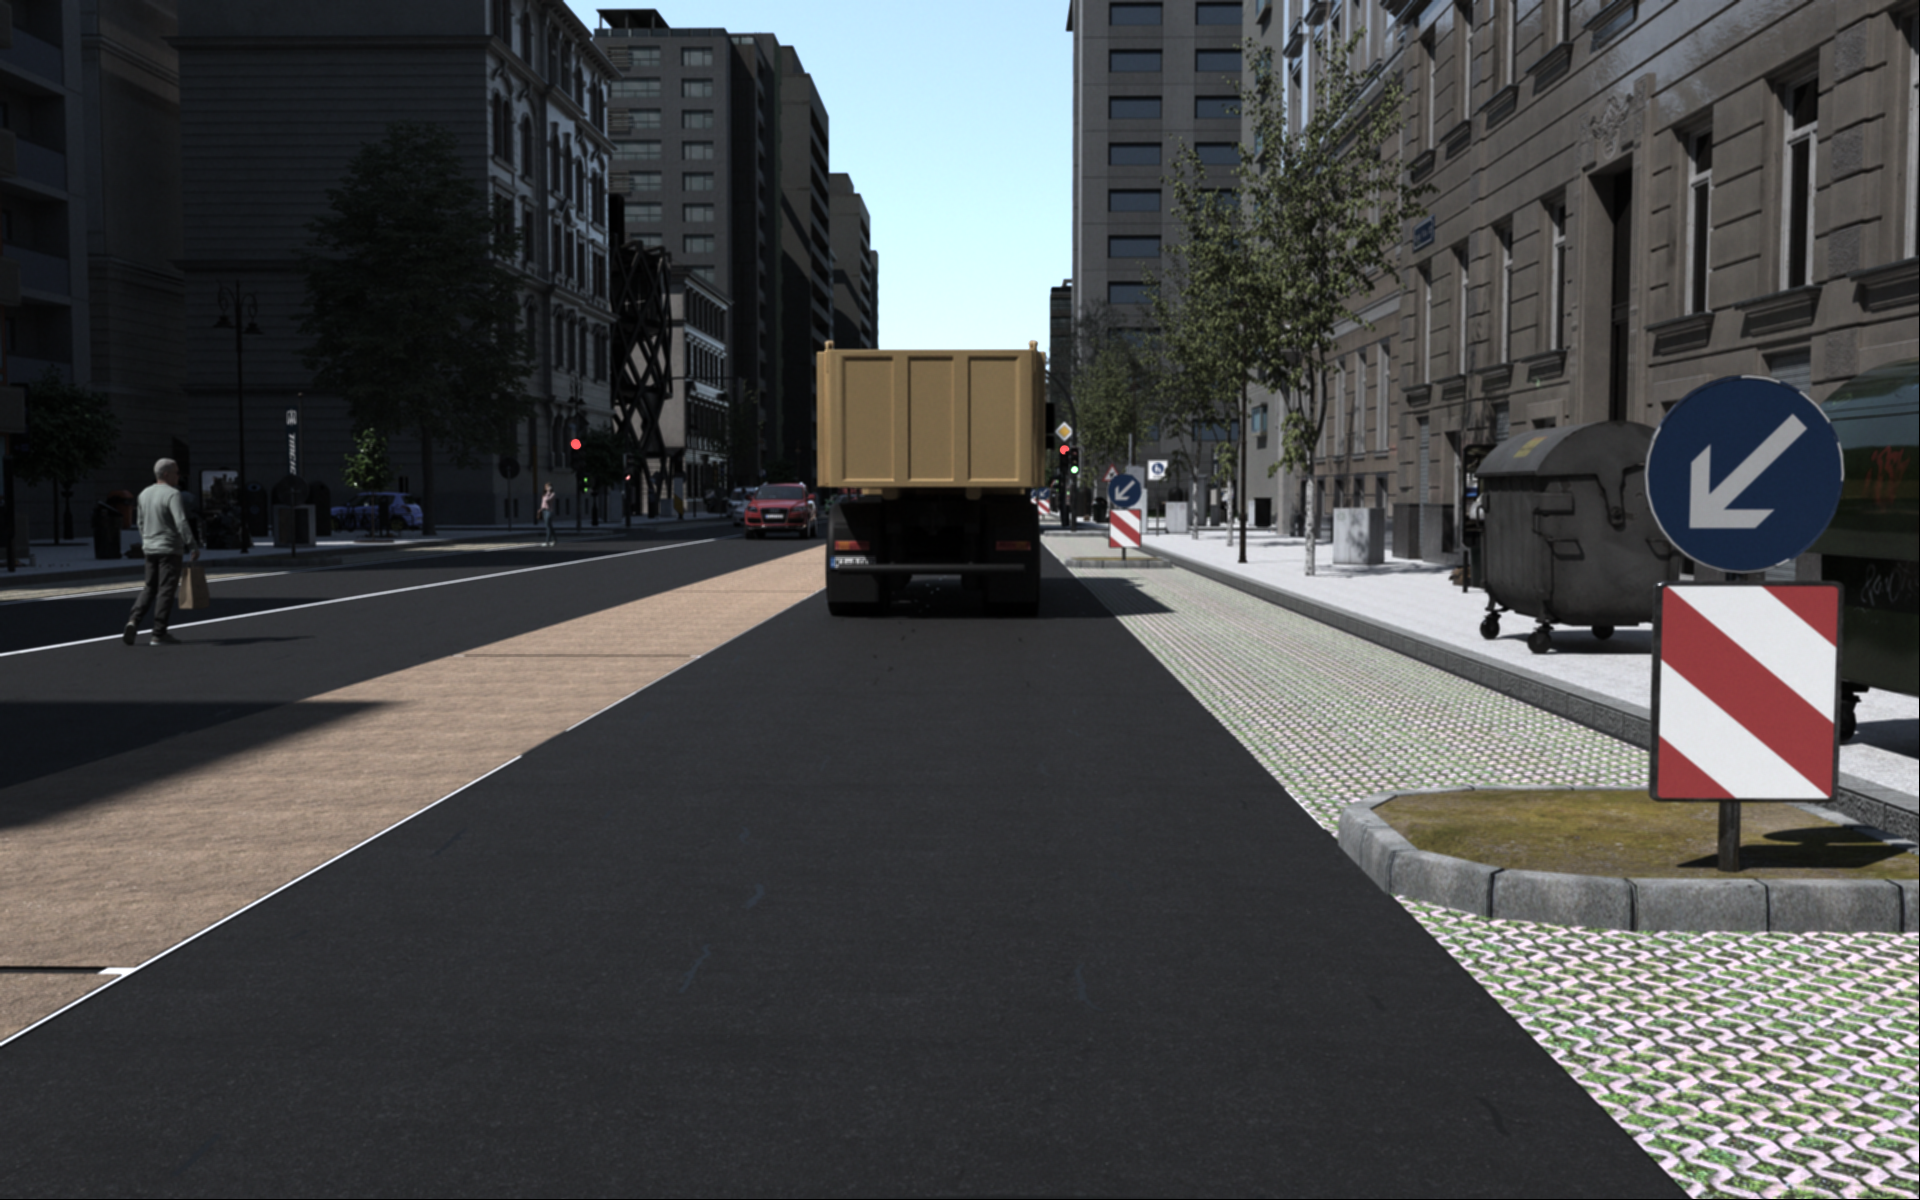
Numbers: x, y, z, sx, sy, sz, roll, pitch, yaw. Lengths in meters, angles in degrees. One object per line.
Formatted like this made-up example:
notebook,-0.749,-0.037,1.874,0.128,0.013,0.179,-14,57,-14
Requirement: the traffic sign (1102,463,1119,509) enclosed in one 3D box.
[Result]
traffic sign,6.419,-4.469,73.079,0.884,2.594,0.081,1,4,9

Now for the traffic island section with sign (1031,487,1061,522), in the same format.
traffic island section with sign,4.155,-4.902,88.771,1.989,1.847,2.006,0,4,1

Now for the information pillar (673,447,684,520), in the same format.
information pillar,-14.136,-5.851,87.016,0.504,3.616,0.183,-2,4,-27

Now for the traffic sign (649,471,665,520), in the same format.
traffic sign,-14.951,-5.155,85.467,0.795,2.450,0.064,1,4,9

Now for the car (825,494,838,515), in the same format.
car,-8.354,-6.706,121.447,2.131,1.459,4.920,0,4,2

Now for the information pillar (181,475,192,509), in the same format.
information pillar,-30.344,-3.883,67.976,0.304,2.012,0.304,-1,4,-11

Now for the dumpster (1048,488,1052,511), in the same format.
dumpster,7.288,-7.667,131.107,1.264,1.857,1.865,0,4,1

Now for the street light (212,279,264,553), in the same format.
street light,-15.538,-3.954,37.432,0.468,5.910,1.993,0,4,1

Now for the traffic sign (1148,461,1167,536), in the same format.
traffic sign,6.030,-3.101,52.826,0.606,2.300,0.079,0,4,5

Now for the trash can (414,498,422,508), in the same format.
trash can,-21.594,-3.467,68.334,0.748,1.137,0.748,0,3,0

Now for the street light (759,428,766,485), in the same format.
street light,-13.848,-9.065,120.993,0.468,5.910,1.993,0,4,1

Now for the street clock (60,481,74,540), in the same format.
street clock,-25.094,-2.699,48.697,0.471,2.002,0.358,3,4,38

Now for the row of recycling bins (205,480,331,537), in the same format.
row of recycling bins,-20.919,-2.770,52.397,3.534,1.692,1.069,-2,4,-25

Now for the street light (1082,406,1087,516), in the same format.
street light,6.428,-7.081,88.556,0.468,5.910,1.993,0,4,1

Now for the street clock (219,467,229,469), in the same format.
street clock,-19.749,-2.568,46.549,0.471,2.002,0.358,-1,4,-22

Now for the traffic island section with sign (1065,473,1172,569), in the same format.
traffic island section with sign,3.073,-1.556,34.065,1.989,1.847,2.006,0,4,1

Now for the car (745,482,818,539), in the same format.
car,-5.783,-2.915,56.328,2.281,1.827,5.304,0,4,-1

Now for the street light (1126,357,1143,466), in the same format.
street light,5.894,-5.248,58.598,0.468,5.910,1.993,0,4,1

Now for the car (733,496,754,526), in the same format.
car,-9.026,-4.023,78.134,2.083,1.381,4.827,0,4,3

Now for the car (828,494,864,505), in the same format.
car,-4.966,-4.149,79.631,2.131,1.459,4.920,0,4,1

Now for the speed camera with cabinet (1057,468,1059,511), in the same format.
speed camera with cabinet,7.319,-8.549,134.110,0.660,3.252,2.038,0,4,-7

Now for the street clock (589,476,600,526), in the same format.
street clock,-14.696,-3.982,69.669,0.358,2.002,0.471,-3,5,-45

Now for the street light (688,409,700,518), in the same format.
street light,-14.510,-7.448,94.562,0.468,5.910,1.993,0,4,1

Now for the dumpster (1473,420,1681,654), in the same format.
dumpster,5.168,-0.535,14.507,1.264,1.857,1.865,0,4,1

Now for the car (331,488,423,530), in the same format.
car,-21.595,-3.288,63.356,3.694,1.707,1.945,0,4,1

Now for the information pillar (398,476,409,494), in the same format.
information pillar,-22.447,-4.001,69.913,0.304,2.012,0.304,1,4,21

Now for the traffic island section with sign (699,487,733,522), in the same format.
traffic island section with sign,-12.486,-4.998,90.337,1.989,1.847,2.006,0,4,1

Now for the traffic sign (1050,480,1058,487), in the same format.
traffic sign,6.975,-7.696,125.837,0.884,2.594,0.081,0,4,1

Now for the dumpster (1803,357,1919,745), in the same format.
dumpster,4.974,-0.337,8.005,1.502,2.255,1.985,0,4,1

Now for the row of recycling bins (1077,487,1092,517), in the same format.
row of recycling bins,6.965,-5.572,98.213,1.069,1.692,3.534,0,4,0

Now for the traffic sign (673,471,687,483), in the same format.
traffic sign,-14.652,-5.531,90.546,0.768,2.556,0.104,0,4,5

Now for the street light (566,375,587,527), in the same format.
street light,-14.937,-5.798,67.585,0.468,5.910,1.993,0,4,1

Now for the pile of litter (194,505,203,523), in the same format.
pile of litter,-30.647,-3.416,69.819,1.719,0.858,1.176,0,4,-5

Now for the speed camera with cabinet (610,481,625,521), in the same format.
speed camera with cabinet,-16.269,-5.392,82.497,0.660,3.252,2.038,0,4,-4

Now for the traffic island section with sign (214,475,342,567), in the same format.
traffic island section with sign,-13.575,-1.598,34.757,1.989,1.847,2.006,0,4,1

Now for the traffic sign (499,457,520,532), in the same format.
traffic sign,-15.407,-3.615,59.210,0.768,2.556,0.104,1,4,11

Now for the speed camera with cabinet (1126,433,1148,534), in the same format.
speed camera with cabinet,5.723,-3.765,55.899,0.660,3.252,2.038,0,4,3

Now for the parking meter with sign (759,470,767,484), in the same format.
parking meter with sign,-13.765,-7.795,123.709,0.543,3.016,1.738,1,4,15

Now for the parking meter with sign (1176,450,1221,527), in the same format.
parking meter with sign,9.417,-4.414,68.438,1.738,3.016,0.543,1,4,18

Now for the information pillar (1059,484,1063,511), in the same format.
information pillar,7.575,-7.624,129.141,0.304,2.012,0.304,2,4,34

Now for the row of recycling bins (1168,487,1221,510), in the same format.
row of recycling bins,13.332,-5.441,96.075,3.534,1.692,1.069,0,4,2

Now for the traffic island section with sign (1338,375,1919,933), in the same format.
traffic island section with sign,2.530,0.126,6.572,1.989,1.847,2.006,0,4,1

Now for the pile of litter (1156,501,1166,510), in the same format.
pile of litter,12.935,-6.066,113.143,1.719,0.858,1.176,1,4,12

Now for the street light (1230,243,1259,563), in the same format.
street light,5.278,-3.632,32.166,0.468,5.910,1.993,0,4,1

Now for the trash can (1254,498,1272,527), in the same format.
trash can,11.653,-3.365,66.669,0.748,1.137,0.748,0,3,0
